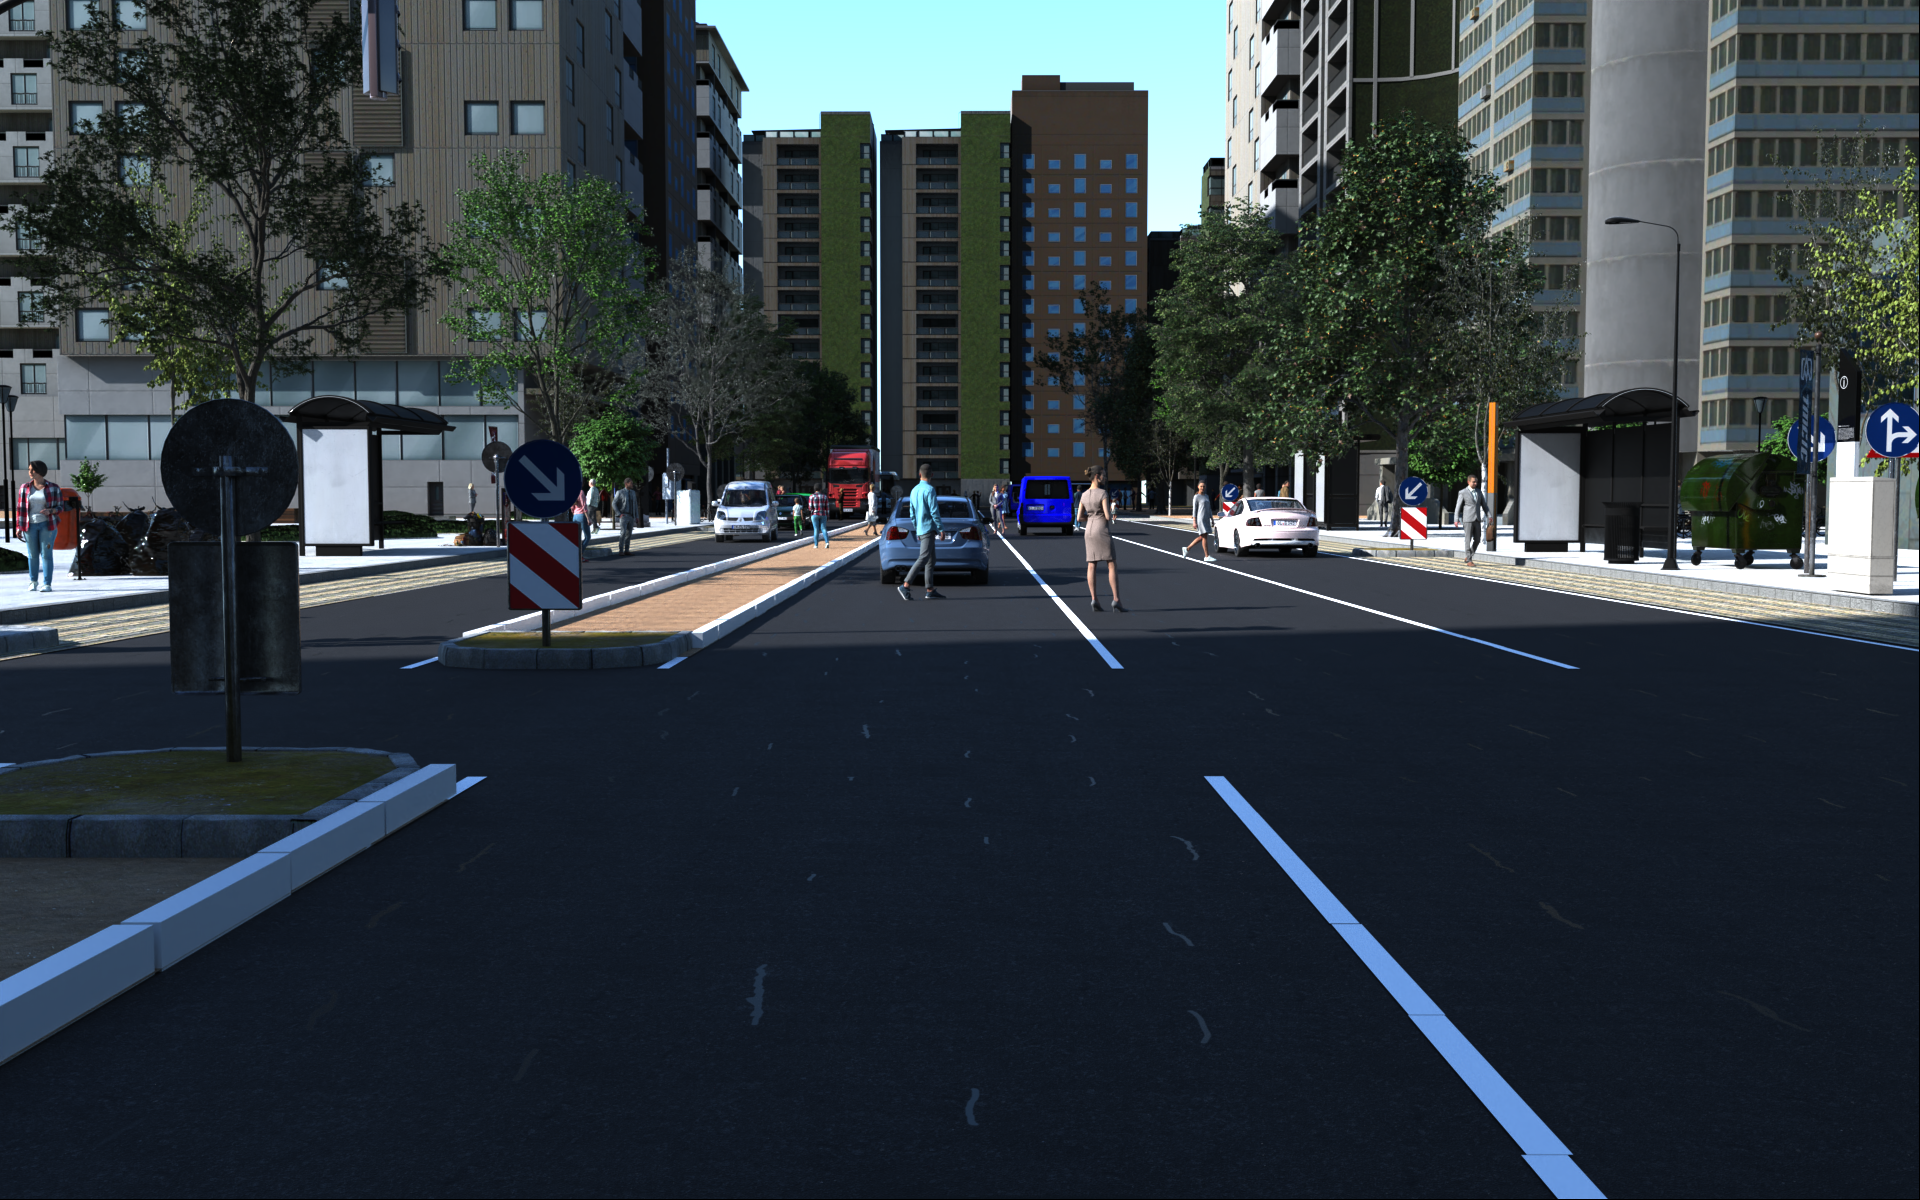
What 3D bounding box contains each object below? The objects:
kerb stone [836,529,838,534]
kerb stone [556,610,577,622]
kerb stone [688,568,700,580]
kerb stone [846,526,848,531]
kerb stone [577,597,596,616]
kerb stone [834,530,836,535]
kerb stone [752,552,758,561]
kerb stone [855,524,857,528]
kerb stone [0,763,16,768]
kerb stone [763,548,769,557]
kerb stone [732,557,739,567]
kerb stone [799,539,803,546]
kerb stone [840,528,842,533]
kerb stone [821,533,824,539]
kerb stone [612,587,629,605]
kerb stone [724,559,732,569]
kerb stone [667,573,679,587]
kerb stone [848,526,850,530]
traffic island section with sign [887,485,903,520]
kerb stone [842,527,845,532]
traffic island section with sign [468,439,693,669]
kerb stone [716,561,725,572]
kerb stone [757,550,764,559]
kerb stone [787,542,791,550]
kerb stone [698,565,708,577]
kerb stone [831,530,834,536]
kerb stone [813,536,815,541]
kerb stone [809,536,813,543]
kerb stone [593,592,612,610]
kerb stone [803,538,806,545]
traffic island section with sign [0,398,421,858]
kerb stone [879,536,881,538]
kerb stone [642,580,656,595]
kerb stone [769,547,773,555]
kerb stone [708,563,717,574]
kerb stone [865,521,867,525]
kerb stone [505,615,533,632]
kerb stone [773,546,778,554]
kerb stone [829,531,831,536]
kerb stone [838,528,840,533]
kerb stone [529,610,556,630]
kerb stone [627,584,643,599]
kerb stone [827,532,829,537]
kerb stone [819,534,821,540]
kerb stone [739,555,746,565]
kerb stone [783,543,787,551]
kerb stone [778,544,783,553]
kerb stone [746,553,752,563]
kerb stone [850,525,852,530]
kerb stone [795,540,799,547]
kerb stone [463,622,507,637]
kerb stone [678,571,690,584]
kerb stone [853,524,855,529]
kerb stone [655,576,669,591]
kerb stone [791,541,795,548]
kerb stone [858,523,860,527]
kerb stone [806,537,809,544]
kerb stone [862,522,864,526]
[{"bbox_3d":[-4.442,-2.350,60.617,0.120,0.150,1.000,0,3,0],"label":"kerb stone"},{"bbox_3d":[-4.535,0.160,19.582,0.120,0.150,1.000,0,3,0],"label":"kerb stone"},{"bbox_3d":[-4.509,-0.402,28.803,0.120,0.150,1.000,0,3,0],"label":"kerb stone"},{"bbox_3d":[-4.435,-2.663,65.739,0.120,0.150,1.000,0,3,0],"label":"kerb stone"},{"bbox_3d":[-4.528,0.103,20.612,0.120,0.150,1.000,0,3,0],"label":"kerb stone"},{"bbox_3d":[-4.443,-2.286,59.591,0.120,0.150,1.000,0,3,0],"label":"kerb stone"},{"bbox_3d":[-4.496,-0.901,37.007,0.120,0.150,1.000,0,3,0],"label":"kerb stone"},{"bbox_3d":[-4.418,-2.977,70.867,0.120,0.150,1.000,0,3,0],"label":"kerb stone"},{"bbox_3d":[-4.558,0.883,7.757,0.120,0.150,1.000,0,3,0],"label":"kerb stone"},{"bbox_3d":[-4.487,-1.028,39.052,0.120,0.150,1.000,0,3,0],"label":"kerb stone"},{"bbox_3d":[-4.499,-0.718,33.934,0.120,0.150,1.000,0,3,0],"label":"kerb stone"},{"bbox_3d":[-4.468,-1.533,47.265,0.120,0.150,1.000,0,3,0],"label":"kerb stone"},{"bbox_3d":[-4.445,-2.475,62.666,0.120,0.150,1.000,0,3,0],"label":"kerb stone"},{"bbox_3d":[-4.447,-1.973,54.462,0.120,0.150,1.000,0,3,0],"label":"kerb stone"},{"bbox_3d":[-4.524,-0.029,22.664,0.120,0.150,1.000,0,3,0],"label":"kerb stone"},{"bbox_3d":[-4.504,-0.655,32.912,0.120,0.150,1.000,0,3,0],"label":"kerb stone"},{"bbox_3d":[-4.518,-0.279,26.759,0.120,0.150,1.000,0,3,0],"label":"kerb stone"},{"bbox_3d":[-4.433,-2.726,66.765,0.120,0.150,1.000,0,3,0],"label":"kerb stone"},{"bbox_3d":[-3.326,-5.023,90.259,2.006,1.907,1.989,0,3,0],"label":"traffic island section with sign"},{"bbox_3d":[-4.435,-2.538,63.695,0.120,0.150,1.000,0,3,0],"label":"kerb stone"},{"bbox_3d":[-3.474,-0.427,15.121,2.006,1.907,1.989,0,3,0],"label":"traffic island section with sign"},{"bbox_3d":[-4.500,-0.593,31.889,0.120,0.150,1.000,0,3,0],"label":"kerb stone"},{"bbox_3d":[-4.486,-0.963,38.030,0.120,0.150,1.000,0,3,0],"label":"kerb stone"},{"bbox_3d":[-4.475,-1.345,44.182,0.120,0.150,1.000,0,3,0],"label":"kerb stone"},{"bbox_3d":[-4.513,-0.467,29.835,0.120,0.150,1.000,0,3,0],"label":"kerb stone"},{"bbox_3d":[-4.453,-2.224,58.552,0.120,0.150,1.000,0,3,0],"label":"kerb stone"},{"bbox_3d":[-4.457,-1.785,51.381,0.120,0.150,1.000,0,3,0],"label":"kerb stone"},{"bbox_3d":[-4.461,-1.723,50.359,0.120,0.150,1.000,0,3,0],"label":"kerb stone"},{"bbox_3d":[-4.536,0.035,21.634,0.120,0.150,1.000,0,3,0],"label":"kerb stone"},{"bbox_3d":[-4.467,-1.596,48.296,0.120,0.150,1.000,0,3,0],"label":"kerb stone"},{"bbox_3d":[-3.499,0.026,7.713,2.006,1.907,1.989,0,3,0],"label":"traffic island section with sign"},{"bbox_3d":[-2.371,-1.658,49.303,0.120,0.150,1.000,0,3,0],"label":"kerb stone"},{"bbox_3d":[-4.517,-0.148,24.713,0.120,0.150,1.000,0,3,0],"label":"kerb stone"},{"bbox_3d":[-4.492,-1.094,40.075,0.120,0.150,1.000,0,3,0],"label":"kerb stone"},{"bbox_3d":[-4.509,-0.530,30.862,0.120,0.150,1.000,0,3,0],"label":"kerb stone"},{"bbox_3d":[-4.403,-3.415,78.026,0.120,0.150,1.000,0,3,0],"label":"kerb stone"},{"bbox_3d":[-4.532,0.288,17.534,0.120,0.150,1.000,0,3,0],"label":"kerb stone"},{"bbox_3d":[-4.493,-1.157,41.107,0.120,0.150,1.000,0,3,0],"label":"kerb stone"},{"bbox_3d":[-4.453,-2.161,57.530,0.120,0.150,1.000,0,3,0],"label":"kerb stone"},{"bbox_3d":[-4.444,-2.412,61.639,0.120,0.150,1.000,0,3,0],"label":"kerb stone"},{"bbox_3d":[-4.535,0.223,18.556,0.120,0.150,1.000,0,3,0],"label":"kerb stone"},{"bbox_3d":[-4.529,-0.091,23.686,0.120,0.150,1.000,0,3,0],"label":"kerb stone"},{"bbox_3d":[-4.450,-2.099,56.507,0.120,0.150,1.000,0,3,0],"label":"kerb stone"},{"bbox_3d":[-4.464,-1.911,53.437,0.120,0.150,1.000,0,3,0],"label":"kerb stone"},{"bbox_3d":[-4.501,-0.777,34.956,0.120,0.150,1.000,0,3,0],"label":"kerb stone"},{"bbox_3d":[-4.477,-1.273,43.155,0.120,0.150,1.000,0,3,0],"label":"kerb stone"},{"bbox_3d":[-4.478,-1.219,42.130,0.120,0.150,1.000,0,3,0],"label":"kerb stone"},{"bbox_3d":[-4.498,-0.840,35.979,0.120,0.150,1.000,0,3,0],"label":"kerb stone"},{"bbox_3d":[-4.428,-2.789,67.800,0.120,0.150,1.000,0,3,0],"label":"kerb stone"},{"bbox_3d":[-4.475,-1.470,46.236,0.120,0.150,1.000,0,3,0],"label":"kerb stone"},{"bbox_3d":[-4.536,0.349,16.512,0.120,0.150,1.000,0,3,0],"label":"kerb stone"},{"bbox_3d":[-4.519,-0.342,27.781,0.120,0.150,1.000,0,3,0],"label":"kerb stone"},{"bbox_3d":[-4.421,-2.914,69.844,0.120,0.150,1.000,0,3,0],"label":"kerb stone"},{"bbox_3d":[-4.512,-0.216,25.735,0.120,0.150,1.000,0,3,0],"label":"kerb stone"},{"bbox_3d":[-4.478,-1.408,45.211,0.120,0.150,1.000,0,3,0],"label":"kerb stone"},{"bbox_3d":[-4.418,-3.101,72.914,0.120,0.150,1.000,0,3,0],"label":"kerb stone"},{"bbox_3d":[-4.464,-1.653,49.326,0.120,0.150,1.000,0,3,0],"label":"kerb stone"},{"bbox_3d":[-4.413,-3.290,75.982,0.120,0.150,1.000,0,3,0],"label":"kerb stone"}]
